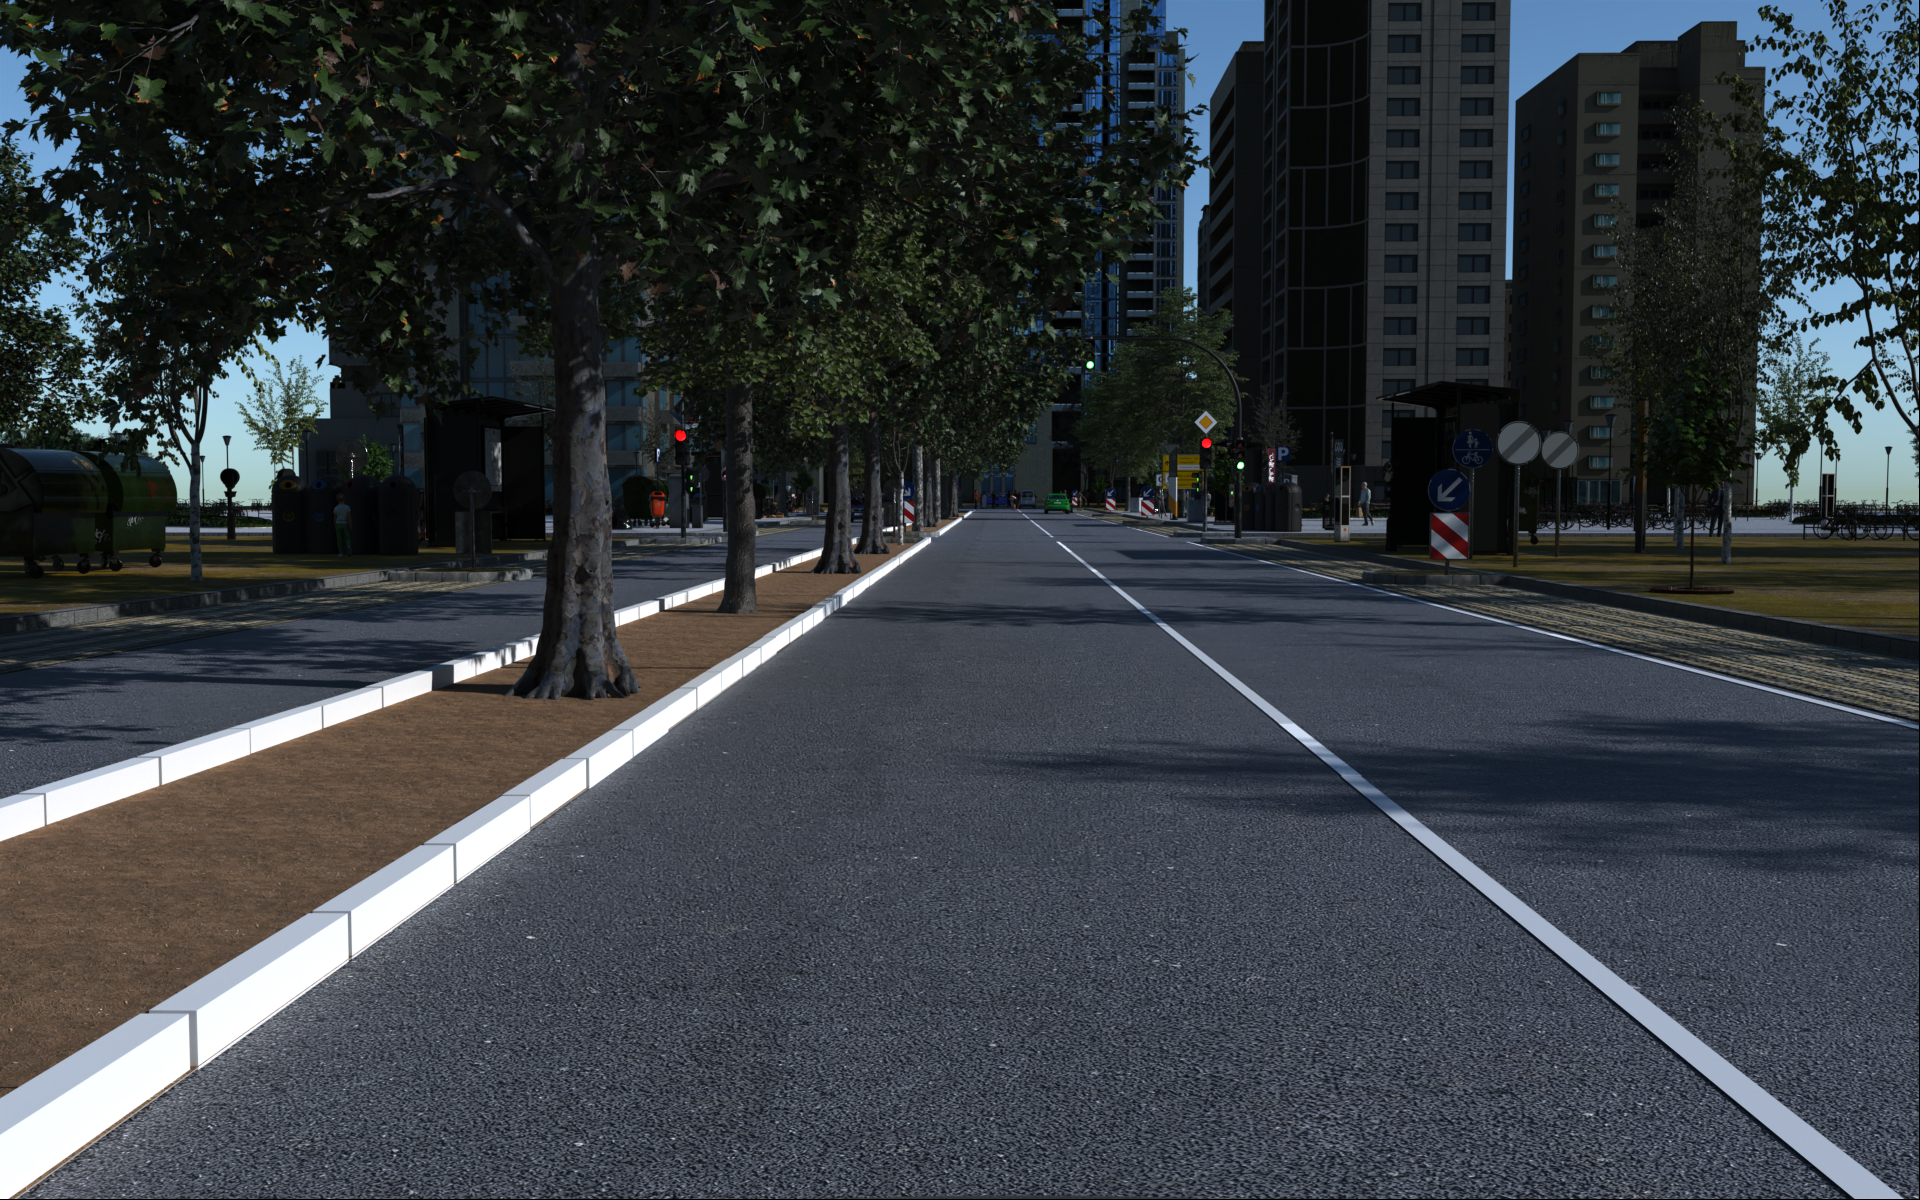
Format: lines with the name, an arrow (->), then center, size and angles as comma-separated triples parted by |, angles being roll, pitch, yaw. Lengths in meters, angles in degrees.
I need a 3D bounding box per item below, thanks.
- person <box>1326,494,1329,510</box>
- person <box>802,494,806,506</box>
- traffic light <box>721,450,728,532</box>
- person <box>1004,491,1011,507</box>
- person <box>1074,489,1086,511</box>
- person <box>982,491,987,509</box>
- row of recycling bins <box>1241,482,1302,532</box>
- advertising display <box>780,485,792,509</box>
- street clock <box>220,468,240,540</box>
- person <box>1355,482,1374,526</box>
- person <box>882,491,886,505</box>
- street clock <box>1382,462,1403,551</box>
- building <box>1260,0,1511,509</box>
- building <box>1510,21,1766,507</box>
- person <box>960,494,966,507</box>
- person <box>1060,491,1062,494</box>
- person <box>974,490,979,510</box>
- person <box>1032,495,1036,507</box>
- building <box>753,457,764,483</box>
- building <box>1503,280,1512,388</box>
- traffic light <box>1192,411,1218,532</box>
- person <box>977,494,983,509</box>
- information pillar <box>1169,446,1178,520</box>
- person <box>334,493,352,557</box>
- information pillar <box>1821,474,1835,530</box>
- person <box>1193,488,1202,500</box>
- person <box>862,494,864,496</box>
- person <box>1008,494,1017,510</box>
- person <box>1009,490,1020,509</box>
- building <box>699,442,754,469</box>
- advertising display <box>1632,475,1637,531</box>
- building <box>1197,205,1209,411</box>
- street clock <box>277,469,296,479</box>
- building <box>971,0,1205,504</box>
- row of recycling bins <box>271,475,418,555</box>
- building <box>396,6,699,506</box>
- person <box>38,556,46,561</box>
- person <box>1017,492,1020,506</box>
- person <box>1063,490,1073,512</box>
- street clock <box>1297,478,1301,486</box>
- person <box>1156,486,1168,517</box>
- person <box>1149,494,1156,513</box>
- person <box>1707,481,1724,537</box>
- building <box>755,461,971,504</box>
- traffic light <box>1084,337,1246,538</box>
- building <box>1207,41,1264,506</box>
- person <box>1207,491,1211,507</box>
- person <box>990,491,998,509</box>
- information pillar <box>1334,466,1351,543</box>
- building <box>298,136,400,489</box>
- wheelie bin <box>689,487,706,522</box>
person -> 20.798, -5.392, 98.447 | 0.590, 1.304, 0.306 | 1, 4, 23
person -> -17.364, -11.416, 192.781 | 0.705, 1.812, 1.348 | 3, 5, 44
traffic light -> -5.823, -5.136, 58.635 | 4.771, 5.953, 1.251 | 0, 4, 1
person -> 5.530, -11.427, 195.290 | 1.348, 1.831, 0.705 | 2, 4, 28
person -> 10.239, -8.558, 148.429 | 1.348, 1.824, 0.705 | 3, 5, 42
person -> 2.325, -9.663, 167.150 | 0.551, 1.740, 0.621 | -3, 5, -43
row of recycling bins -> 10.802, -3.241, 60.110 | 1.069, 1.692, 3.534 | -1, 4, -17
advertising display -> -12.551, -7.318, 124.863 | 0.123, 1.923, 0.974 | 3, 5, 45
street clock -> -20.548, -2.705, 48.794 | 0.471, 2.002, 0.358 | -1, 4, -8
person -> 16.442, -3.904, 70.357 | 0.515, 1.767, 0.782 | -2, 4, -24
person -> -9.614, -12.578, 214.147 | 0.705, 1.824, 1.348 | 3, 5, 39
street clock -> 9.668, -2.091, 38.765 | 0.358, 2.002, 0.471 | -1, 4, -18
building -> 37.766, -44.211, 161.106 | 20.563, 71.187, 20.611 | 0, 4, 1
building -> 72.152, -34.227, 183.308 | 21.600, 48.544, 21.300 | 0, 4, 1
person -> 0.084, -10.832, 185.690 | 1.350, 1.814, 0.705 | 0, 4, -8
person -> 8.740, -8.652, 150.677 | 1.217, 1.735, 0.721 | 2, 4, 27
person -> 1.500, -9.157, 158.161 | 0.705, 1.831, 1.348 | 1, 4, 9
person -> 8.411, -11.651, 199.080 | 0.705, 1.812, 1.348 | 2, 4, 32
building -> -28.904, -25.549, 189.427 | 14.107, 30.474, 14.160 | 0, 4, 1
building -> 76.002, -28.427, 236.482 | 14.107, 30.474, 14.160 | 0, 4, 1
traffic light -> 8.241, -4.244, 58.308 | 0.839, 4.253, 0.868 | 0, 4, 1
person -> 2.084, -9.604, 168.777 | 1.065, 1.426, 0.557 | -3, 4, -38
information pillar -> 10.479, -5.736, 85.132 | 0.183, 3.616, 0.504 | -3, 5, -43
person -> -12.571, -1.529, 35.297 | 0.306, 1.304, 0.590 | -3, 4, -36
information pillar -> 31.194, -3.533, 62.260 | 0.304, 2.012, 0.304 | 0, 4, -8
person -> 11.116, -4.564, 80.845 | 0.419, 1.800, 0.721 | -1, 4, -18
person -> -8.767, -8.824, 151.109 | 0.721, 1.735, 1.217 | 3, 5, 44
person -> 4.704, -8.716, 154.187 | 0.628, 1.438, 0.799 | 1, 4, 17
person -> 5.226, -9.548, 164.555 | 0.705, 1.831, 1.348 | -3, 5, -43
building -> -36.246, -35.991, 238.569 | 14.200, 45.320, 14.600 | 0, 4, 1
advertising display -> 23.250, -3.327, 59.611 | 0.123, 1.923, 0.974 | 1, 4, 16
building -> 40.086, -33.836, 236.811 | 14.086, 41.232, 14.154 | 0, 4, 1
street clock -> -19.166, -2.738, 49.338 | 0.358, 2.002, 0.471 | 2, 4, 31
building -> 17.613, -56.740, 240.363 | 31.000, 86.520, 22.319 | 0, 4, 1
row of recycling bins -> -13.157, -1.831, 37.049 | 3.534, 1.692, 1.069 | 1, 4, 18
building -> -34.469, -32.413, 149.567 | 23.786, 49.044, 30.456 | 0, 4, 1
person -> -17.713, -1.664, 33.344 | 0.679, 1.850, 0.850 | -1, 4, -10
person -> 6.964, -11.913, 204.197 | 0.541, 1.710, 0.530 | 1, 4, 18
person -> 8.259, -7.739, 135.547 | 1.217, 1.766, 0.721 | -1, 4, -21
street clock -> 14.855, -4.421, 76.859 | 0.471, 2.002, 0.358 | 0, 4, -5
person -> 11.391, -5.591, 97.726 | 0.573, 1.790, 0.520 | 3, 5, 39
person -> 12.385, -6.555, 112.577 | 0.648, 1.900, 0.474 | -1, 4, -12
person -> 22.933, -2.717, 52.287 | 0.648, 1.900, 0.474 | 0, 4, 7
building -> -13.546, -56.728, 240.181 | 31.000, 86.520, 22.319 | 0, 4, 1
traffic light -> 5.972, -4.621, 50.229 | 4.771, 5.953, 1.251 | 0, 4, 1
building -> 38.183, -34.199, 182.859 | 21.300, 48.544, 21.600 | 0, 4, 1
person -> 18.976, -7.585, 132.659 | 0.523, 1.515, 0.503 | 1, 4, 23
person -> 3.378, -9.942, 171.576 | 0.721, 1.766, 1.217 | 3, 5, 43
information pillar -> 10.143, -2.536, 45.948 | 0.304, 2.012, 0.304 | -1, 4, -21
building -> -50.515, -36.211, 181.294 | 27.495, 52.752, 28.713 | 0, 4, 1
wheelie bin -> -12.001, -4.335, 78.782 | 0.980, 1.594, 0.693 | 2, 4, 30
